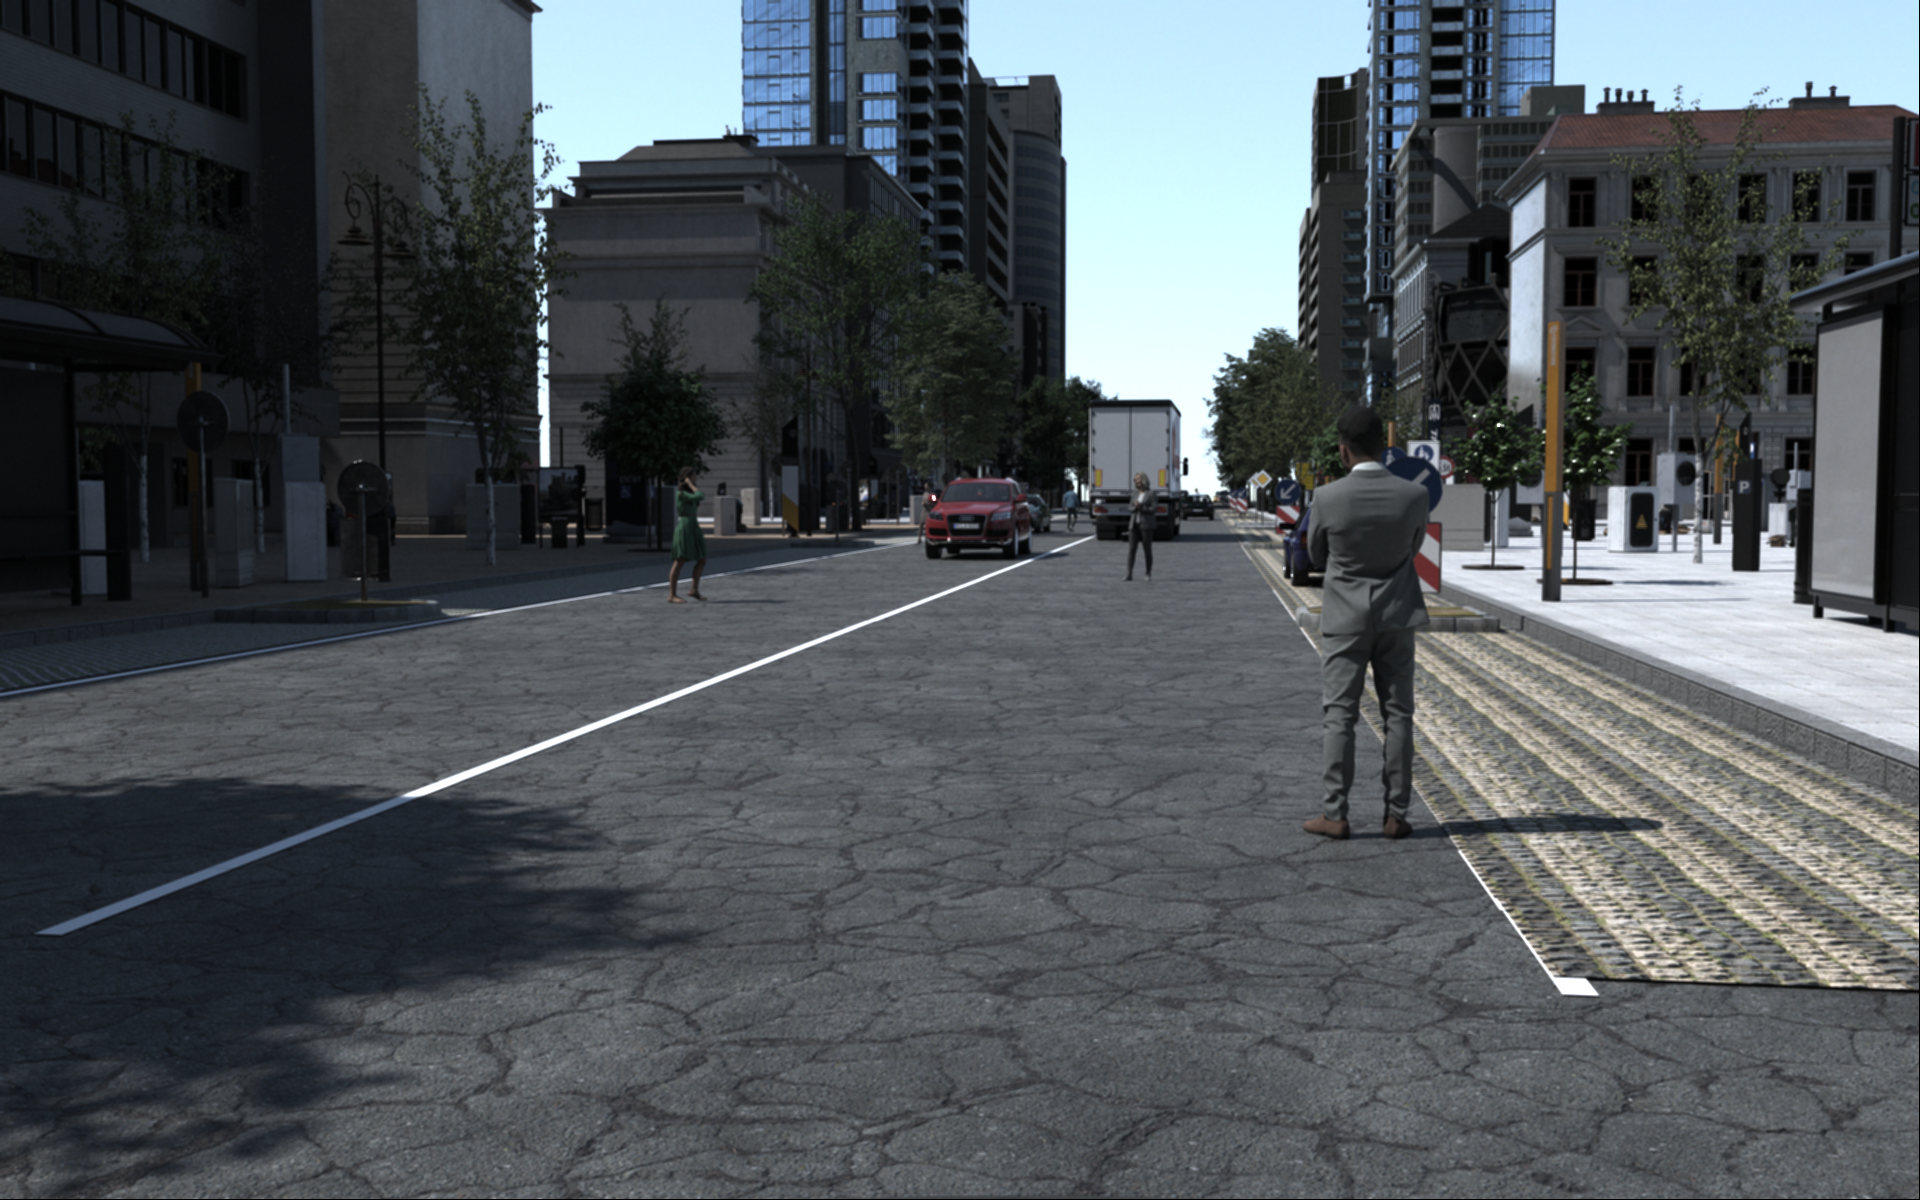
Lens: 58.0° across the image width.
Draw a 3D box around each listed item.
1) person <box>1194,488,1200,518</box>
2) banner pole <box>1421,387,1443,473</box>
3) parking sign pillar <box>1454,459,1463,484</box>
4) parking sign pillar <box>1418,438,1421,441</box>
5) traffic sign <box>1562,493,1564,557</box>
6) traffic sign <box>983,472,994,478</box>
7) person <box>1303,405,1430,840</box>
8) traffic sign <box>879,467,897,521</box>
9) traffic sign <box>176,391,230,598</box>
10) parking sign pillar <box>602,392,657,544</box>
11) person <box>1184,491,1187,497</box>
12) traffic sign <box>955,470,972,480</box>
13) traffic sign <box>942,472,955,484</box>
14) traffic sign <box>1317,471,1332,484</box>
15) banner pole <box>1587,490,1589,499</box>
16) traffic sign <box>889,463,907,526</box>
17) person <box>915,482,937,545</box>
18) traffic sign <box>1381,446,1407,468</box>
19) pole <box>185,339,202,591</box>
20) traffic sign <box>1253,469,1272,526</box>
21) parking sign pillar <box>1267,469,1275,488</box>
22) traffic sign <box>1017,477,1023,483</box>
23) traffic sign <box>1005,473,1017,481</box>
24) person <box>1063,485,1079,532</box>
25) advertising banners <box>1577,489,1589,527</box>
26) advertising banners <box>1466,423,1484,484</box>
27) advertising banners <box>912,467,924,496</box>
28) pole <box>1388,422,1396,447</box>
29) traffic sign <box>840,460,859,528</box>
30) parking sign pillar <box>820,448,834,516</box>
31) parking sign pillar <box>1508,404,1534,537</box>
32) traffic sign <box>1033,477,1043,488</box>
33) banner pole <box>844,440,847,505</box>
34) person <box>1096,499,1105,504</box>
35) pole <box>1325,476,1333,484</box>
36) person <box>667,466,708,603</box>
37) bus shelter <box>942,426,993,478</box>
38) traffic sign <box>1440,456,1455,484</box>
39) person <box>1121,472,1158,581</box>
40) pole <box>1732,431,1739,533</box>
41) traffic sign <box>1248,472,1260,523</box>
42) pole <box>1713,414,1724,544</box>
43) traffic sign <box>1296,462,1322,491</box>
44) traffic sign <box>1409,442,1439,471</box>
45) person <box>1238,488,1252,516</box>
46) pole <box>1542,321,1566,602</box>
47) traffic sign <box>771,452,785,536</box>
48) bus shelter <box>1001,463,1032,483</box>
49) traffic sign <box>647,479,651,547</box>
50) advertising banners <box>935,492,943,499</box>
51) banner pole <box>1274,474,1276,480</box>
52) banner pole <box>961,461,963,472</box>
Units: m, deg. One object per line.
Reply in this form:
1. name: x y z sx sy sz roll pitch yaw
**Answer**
1. person: 14.441 -5.921 105.526 0.478 1.798 0.641 0 4 -7
2. banner pole: 10.910 -3.074 40.274 0.401 3.779 0.863 -2 4 -24
3. parking sign pillar: 25.479 -6.084 87.952 1.447 3.967 1.447 -3 5 -40
4. parking sign pillar: 22.227 -5.799 83.283 1.447 3.967 1.447 1 4 17
5. traffic sign: 12.331 -2.164 35.484 0.768 2.556 0.104 1 4 15
6. traffic sign: 1.291 -4.637 79.450 0.795 2.450 0.064 0 4 8
7. person: 1.708 0.083 7.332 0.511 1.800 0.466 -1 4 -11
8. traffic sign: -3.420 -5.011 81.936 0.884 2.594 0.081 1 4 11
9. traffic sign: -9.368 -1.303 21.416 0.768 2.556 0.104 1 4 16
10. parking sign pillar: -8.632 -3.474 45.275 1.447 3.967 1.447 2 4 26
11. person: 22.157 -9.885 170.671 0.434 1.755 0.990 -1 4 -14
12. traffic sign: 0.175 -4.153 71.543 0.795 2.450 0.064 0 4 8
13. traffic sign: -0.659 -6.014 98.436 0.768 2.556 0.104 1 4 12
14. traffic sign: 18.633 -5.413 88.608 0.768 2.556 0.104 1 4 13
15. banner pole: 25.072 -4.795 68.422 0.863 3.779 0.401 1 4 18
16. traffic sign: -2.519 -4.294 70.315 0.768 2.556 0.104 1 4 11
17. person: -0.946 -2.426 48.504 0.599 1.781 0.374 2 4 34
18. traffic sign: 11.610 -2.835 46.455 0.768 2.556 0.104 1 4 14
19. pole: -10.077 -1.773 22.831 0.158 3.312 0.155 0 3 0
20. traffic sign: 12.197 -4.048 69.832 0.795 2.450 0.064 0 4 8
21. parking sign pillar: 27.066 -9.937 150.939 1.447 3.967 1.447 1 4 8
22. traffic sign: 4.337 -7.895 129.186 0.768 2.556 0.104 1 4 12
23. traffic sign: 3.075 -6.455 105.640 0.768 2.556 0.104 1 4 14
24. person: 4.175 -3.441 65.106 0.601 1.785 0.444 2 4 27
25. advertising banners: 22.985 -4.154 64.109 0.090 3.025 2.074 2 4 34
26. advertising banners: 12.096 -2.876 43.204 2.074 3.025 0.090 1 4 19
27. advertising banners: -2.567 -6.606 104.189 0.090 3.025 2.074 1 4 20
28. pole: 12.214 -3.375 49.023 0.158 3.312 0.155 0 3 0
29. traffic sign: -4.177 -3.986 65.278 0.768 2.556 0.104 1 4 13
30. parking sign pillar: -7.826 -6.956 102.198 1.447 3.967 1.447 1 4 17
31. parking sign pillar: 16.467 -3.879 51.902 1.447 3.967 1.447 1 4 21
32. traffic sign: 5.840 -7.976 130.515 0.768 2.556 0.104 1 4 13
33. banner pole: -5.308 -5.516 80.197 0.401 3.779 0.863 0 4 -7
34. person: 5.629 -3.769 69.998 0.514 1.842 0.818 2 4 35
35. pole: 16.397 -5.104 77.291 0.158 3.312 0.155 0 3 0
36. person: -3.609 -0.866 22.903 0.529 1.795 0.600 0 4 -5
37. bus shelter: 0.399 -7.741 104.202 2.179 5.291 8.768 0 4 8
38. traffic sign: 16.057 -3.516 57.593 0.768 2.556 0.104 1 4 17
39. person: 2.997 -1.217 28.578 0.537 1.800 0.526 3 5 42
40. pole: 25.230 -3.818 56.269 0.158 3.312 0.155 0 3 0
41. traffic sign: 13.313 -4.532 77.739 0.795 2.450 0.064 0 4 8
42. pole: 19.479 -3.096 44.458 0.158 3.312 0.155 0 3 0
43. traffic sign: 22.544 -7.127 110.406 2.265 3.308 0.079 1 4 12
44. traffic sign: 8.951 -1.917 33.480 0.606 2.300 0.079 1 4 12
45. person: 17.585 -5.996 106.647 0.853 1.813 0.709 0 4 -2
46. pole: 7.072 -1.637 20.614 0.158 3.312 0.155 0 3 0
47. traffic sign: -5.357 -3.205 52.510 0.768 2.556 0.104 1 4 12
48. bus shelter: 4.339 -8.635 132.467 1.731 3.624 6.357 0 4 8
49. traffic sign: -7.470 -2.538 41.602 0.768 2.556 0.104 1 4 17
50. advertising banners: -1.920 -7.073 111.826 2.074 3.025 0.090 -2 4 -25
51. banner pole: 26.179 -9.423 144.076 0.401 3.779 0.863 2 4 25
52. banner pole: 0.090 -6.472 95.831 0.401 3.779 0.863 0 4 6
